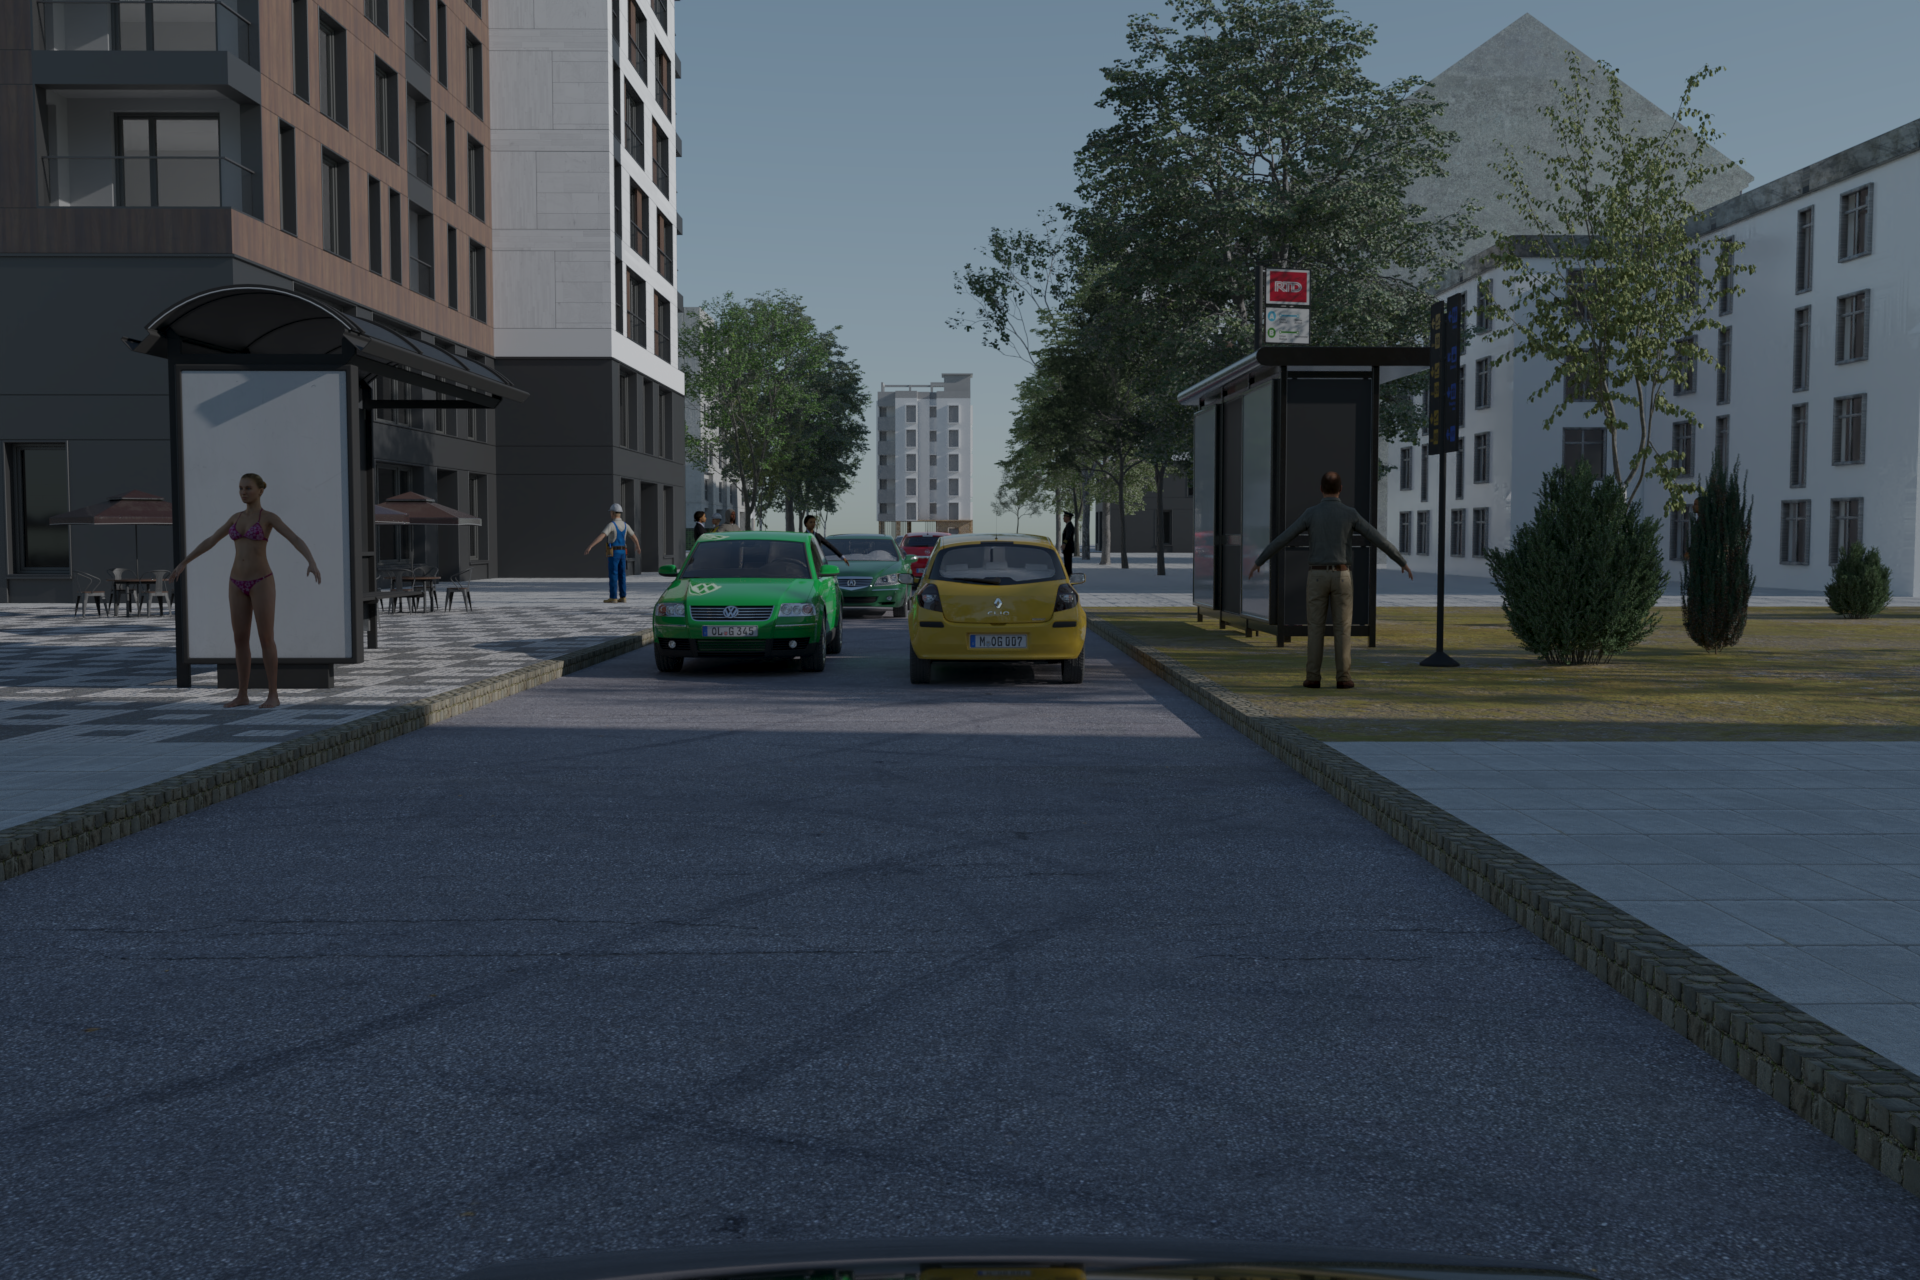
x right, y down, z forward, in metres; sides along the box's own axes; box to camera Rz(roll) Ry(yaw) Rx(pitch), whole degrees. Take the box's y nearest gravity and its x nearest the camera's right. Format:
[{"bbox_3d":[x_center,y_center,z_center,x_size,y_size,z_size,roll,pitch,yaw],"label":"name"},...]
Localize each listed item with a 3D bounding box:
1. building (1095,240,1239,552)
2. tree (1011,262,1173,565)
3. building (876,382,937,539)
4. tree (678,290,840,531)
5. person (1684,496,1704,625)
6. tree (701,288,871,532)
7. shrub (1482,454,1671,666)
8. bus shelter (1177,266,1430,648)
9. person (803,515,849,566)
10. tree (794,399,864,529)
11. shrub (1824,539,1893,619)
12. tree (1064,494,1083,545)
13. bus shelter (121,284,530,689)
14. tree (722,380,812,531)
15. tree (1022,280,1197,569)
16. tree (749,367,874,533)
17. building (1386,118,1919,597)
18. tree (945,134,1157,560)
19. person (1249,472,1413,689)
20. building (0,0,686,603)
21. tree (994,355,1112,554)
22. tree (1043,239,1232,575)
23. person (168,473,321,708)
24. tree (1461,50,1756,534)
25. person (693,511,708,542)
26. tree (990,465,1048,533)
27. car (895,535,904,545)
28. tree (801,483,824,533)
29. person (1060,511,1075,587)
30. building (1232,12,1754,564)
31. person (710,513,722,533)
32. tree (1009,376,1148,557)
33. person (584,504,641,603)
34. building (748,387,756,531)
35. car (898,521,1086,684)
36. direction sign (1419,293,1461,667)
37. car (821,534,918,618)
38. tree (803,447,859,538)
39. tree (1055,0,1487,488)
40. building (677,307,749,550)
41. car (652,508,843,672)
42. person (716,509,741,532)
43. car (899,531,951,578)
[{"bbox_3d":[24.455,-17.901,136.653,27.936,21.610,32.646,0,4,0],"label":"building"},{"bbox_3d":[6.021,-9.440,72.477,7.486,12.596,7.792,0,3,0],"label":"tree"},{"bbox_3d":[-9.691,-21.383,208.488,11.380,20.090,16.016,0,4,6],"label":"building"},{"bbox_3d":[-8.879,-9.013,73.114,9.928,11.665,9.643,0,3,0],"label":"tree"},{"bbox_3d":[10.233,-1.087,23.991,0.704,1.802,1.346,1,4,16],"label":"person"},{"bbox_3d":[-8.769,-11.197,89.728,9.857,13.997,8.962,0,3,0],"label":"tree"},{"bbox_3d":[6.103,-0.801,17.143,1.661,2.075,1.752,0,3,0],"label":"shrub"},{"bbox_3d":[4.285,-2.817,23.695,2.179,5.291,8.768,0,4,-1],"label":"bus shelter"},{"bbox_3d":[-2.330,-1.118,27.458,1.216,1.740,0.721,-2,4,-27],"label":"person"},{"bbox_3d":[-17.496,-21.629,209.524,12.611,20.169,13.585,0,3,0],"label":"tree"},{"bbox_3d":[13.618,-0.925,26.245,1.383,1.207,1.383,0,3,0],"label":"shrub"},{"bbox_3d":[14.108,-15.586,205.188,4.737,8.622,4.395,0,3,0],"label":"tree"},{"bbox_3d":[-5.808,-1.400,16.819,2.014,3.302,5.546,0,4,-1],"label":"bus shelter"},{"bbox_3d":[-9.142,-7.997,81.116,4.737,8.622,4.395,0,3,0],"label":"tree"},{"bbox_3d":[5.796,-7.932,64.108,7.601,10.594,8.767,0,4,4],"label":"tree"},{"bbox_3d":[-9.293,-10.819,102.650,9.928,11.665,9.643,0,3,0],"label":"tree"},{"bbox_3d":[20.022,-6.531,48.923,9.099,9.664,28.070,0,4,0],"label":"building"},{"bbox_3d":[5.648,-13.997,84.741,12.611,20.169,13.585,0,3,0],"label":"tree"},{"bbox_3d":[3.083,-0.499,14.437,1.348,1.796,0.705,1,4,12],"label":"person"},{"bbox_3d":[-23.966,-12.450,47.533,27.936,21.610,32.646,0,4,-1],"label":"building"},{"bbox_3d":[5.965,-11.685,109.178,7.486,12.596,7.792,0,3,0],"label":"tree"},{"bbox_3d":[5.945,-7.277,53.394,7.601,10.594,8.767,-2,4,-28],"label":"tree"},{"bbox_3d":[-5.264,-0.366,12.789,1.217,1.733,0.721,1,4,10],"label":"person"},{"bbox_3d":[9.944,-4.633,26.113,4.737,8.622,4.395,0,3,0],"label":"tree"},{"bbox_3d":[-5.023,-1.675,34.108,0.721,1.740,1.216,-1,4,-19],"label":"person"},{"bbox_3d":[7.092,-16.625,206.236,7.601,10.594,8.767,0,4,2],"label":"tree"},{"bbox_3d":[-2.584,-4.614,87.797,2.083,1.381,4.827,0,4,0],"label":"car"},{"bbox_3d":[-9.435,-10.195,117.052,4.360,8.622,3.978,0,3,0],"label":"tree"},{"bbox_3d":[2.558,-2.171,41.430,0.705,1.837,1.347,0,4,7],"label":"person"},{"bbox_3d":[23.894,-15.395,82.634,19.493,23.208,18.063,0,3,0],"label":"building"},{"bbox_3d":[-5.761,-2.076,40.404,0.721,1.772,1.216,-2,4,-30],"label":"person"},{"bbox_3d":[6.759,-10.525,97.845,9.928,11.665,9.643,0,3,0],"label":"tree"},{"bbox_3d":[-6.425,-1.618,32.309,0.705,1.847,1.347,3,4,36],"label":"person"},{"bbox_3d":[-27.076,-19.484,174.975,16.016,20.090,11.380,0,4,-1],"label":"building"},{"bbox_3d":[0.342,-0.476,18.013,2.015,1.641,3.980,0,4,0],"label":"car"},{"bbox_3d":[4.673,-1.515,16.772,0.379,3.537,0.876,0,4,-1],"label":"direction sign"},{"bbox_3d":[-1.814,-1.188,31.217,2.131,1.459,4.920,0,4,0],"label":"car"},{"bbox_3d":[-8.796,-9.812,110.795,4.360,8.622,3.978,0,3,0],"label":"tree"},{"bbox_3d":[7.089,-8.132,39.619,9.857,13.997,8.962,0,3,0],"label":"tree"},{"bbox_3d":[-28.656,-17.389,150.766,16.747,18.905,31.486,0,4,0],"label":"building"},{"bbox_3d":[-2.294,-0.649,19.407,1.959,1.807,4.718,0,4,-1],"label":"car"},{"bbox_3d":[-4.842,-1.870,36.697,0.705,1.813,1.348,3,5,41],"label":"person"},{"bbox_3d":[-0.843,-2.262,46.017,2.155,1.783,4.494,0,4,0],"label":"car"}]
